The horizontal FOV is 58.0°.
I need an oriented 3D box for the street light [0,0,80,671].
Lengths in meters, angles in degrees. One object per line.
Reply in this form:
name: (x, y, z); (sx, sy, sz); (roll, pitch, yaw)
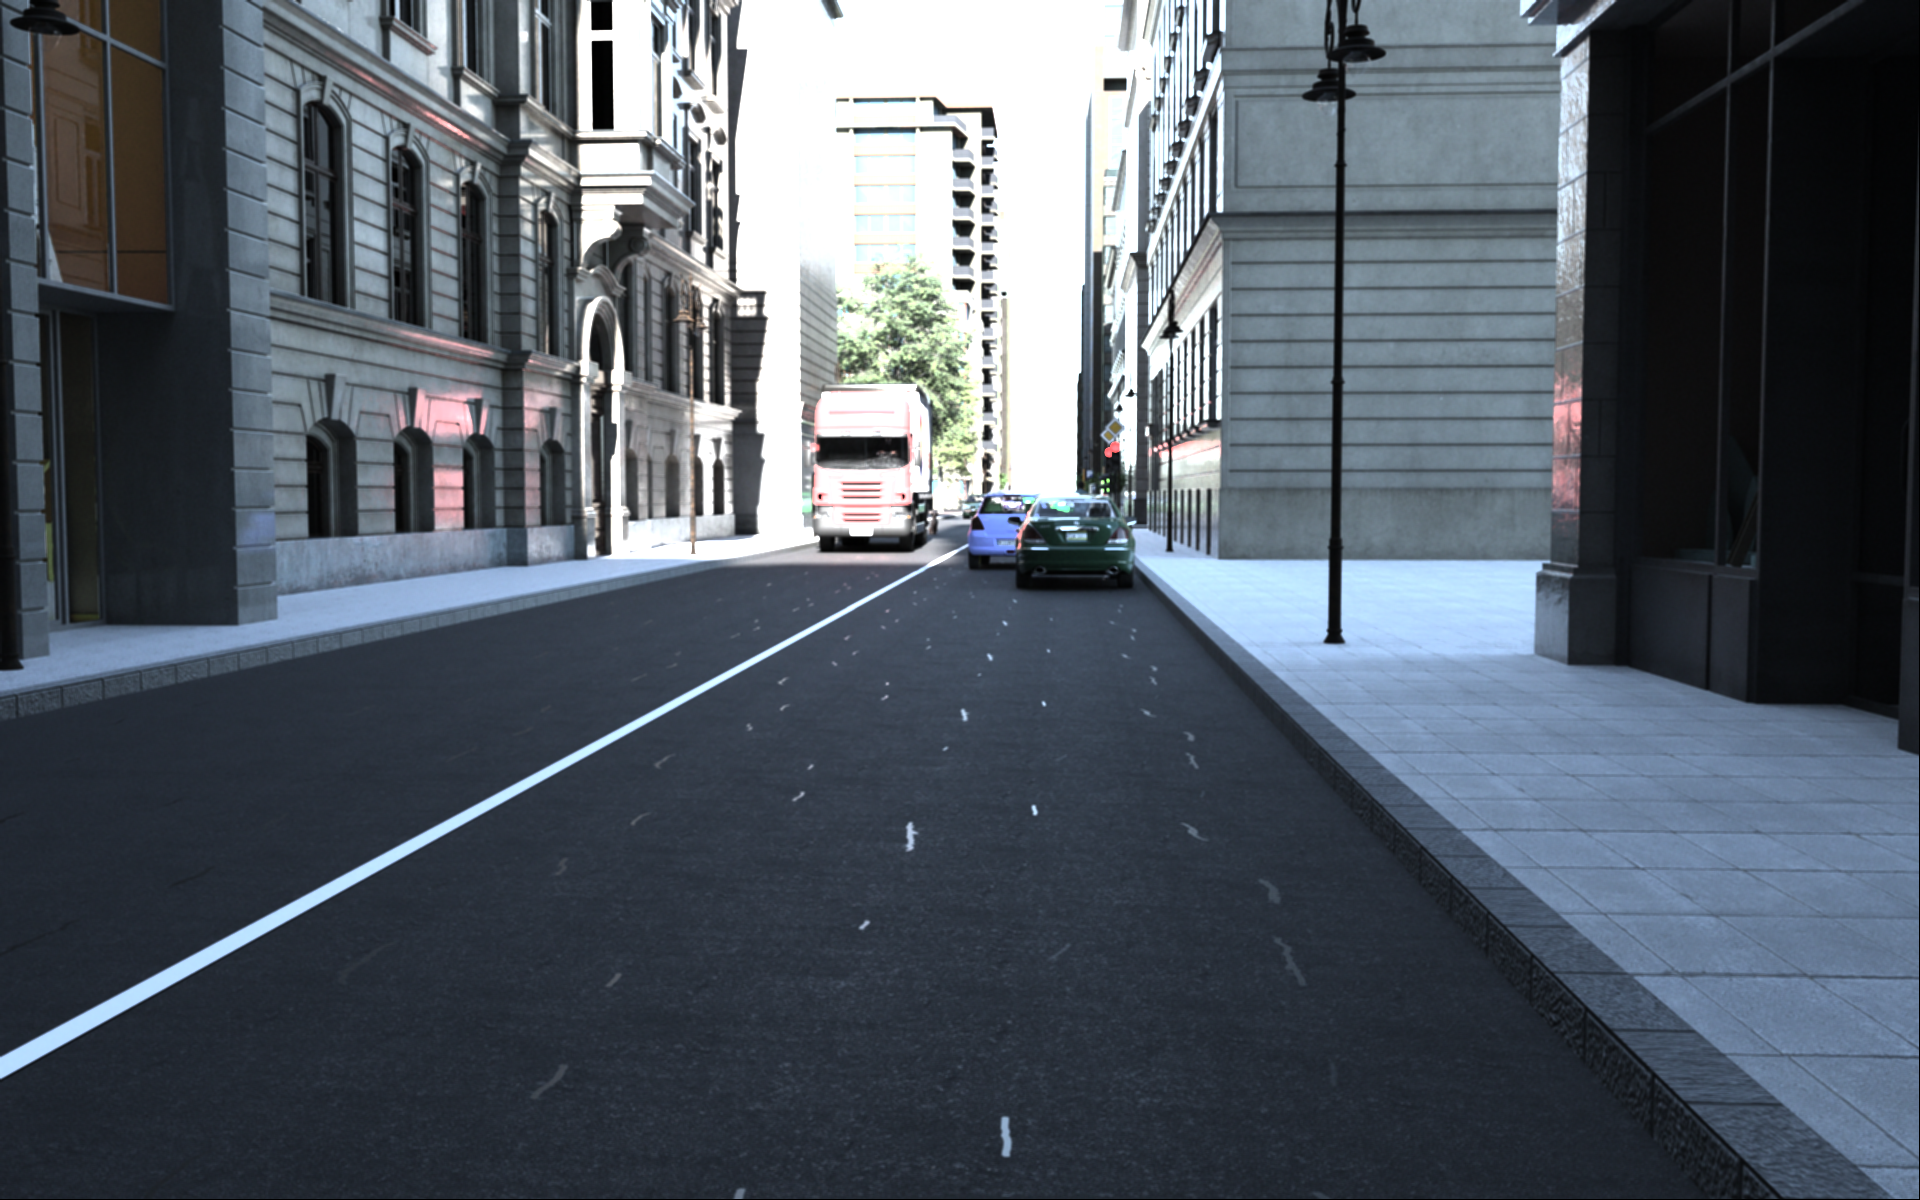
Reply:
street light: (-6.956, -2.429, 12.498); (0.468, 5.910, 1.993); (0, 4, 3)

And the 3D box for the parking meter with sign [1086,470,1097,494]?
parking meter with sign: (9.666, -7.937, 126.031); (0.543, 3.016, 1.738); (-1, 4, -13)

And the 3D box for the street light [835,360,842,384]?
street light: (-4.192, -5.332, 59.968); (0.468, 5.910, 1.993); (0, 4, 3)

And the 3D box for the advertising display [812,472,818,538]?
advertising display: (-4.274, -2.803, 51.043); (0.123, 1.923, 0.974); (0, 4, -1)

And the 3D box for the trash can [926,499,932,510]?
trash can: (-2.465, -7.843, 139.892); (0.748, 1.137, 0.748); (0, 3, 0)

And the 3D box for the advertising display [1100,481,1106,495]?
advertising display: (6.685, -4.644, 81.150); (0.123, 1.923, 0.974); (0, 4, -4)

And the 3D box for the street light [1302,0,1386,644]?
street light: (3.228, -2.567, 14.756); (0.468, 5.910, 1.993); (0, 4, 3)

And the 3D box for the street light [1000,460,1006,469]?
street light: (5.891, -15.803, 231.169); (0.468, 5.910, 1.993); (0, 4, 3)

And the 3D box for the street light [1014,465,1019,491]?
street light: (8.771, -18.706, 278.633); (0.468, 5.910, 1.993); (0, 4, 3)

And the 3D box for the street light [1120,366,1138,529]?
street light: (6.156, -5.492, 62.578); (0.468, 5.910, 1.993); (0, 4, 3)

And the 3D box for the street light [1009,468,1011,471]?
street light: (7.378, -17.255, 254.898); (0.468, 5.910, 1.993); (0, 4, 3)

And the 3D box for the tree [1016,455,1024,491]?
tree: (9.566, -21.767, 306.254); (4.737, 8.622, 4.395); (0, 3, 0)

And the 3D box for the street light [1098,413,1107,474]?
street light: (8.170, -7.610, 97.210); (0.468, 5.910, 1.993); (0, 4, 3)

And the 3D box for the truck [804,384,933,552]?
truck: (-2.211, -3.511, 46.325); (2.839, 4.237, 11.283); (0, 4, 2)

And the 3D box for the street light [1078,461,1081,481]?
street light: (14.074, -13.773, 197.968); (0.468, 5.910, 1.993); (0, 4, 3)

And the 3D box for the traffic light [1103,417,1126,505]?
traffic light: (5.624, -4.530, 62.979); (0.839, 4.253, 0.868); (0, 4, 3)

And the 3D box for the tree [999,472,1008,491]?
tree: (4.626, -14.701, 224.071); (4.285, 4.588, 4.351); (0, 3, 0)

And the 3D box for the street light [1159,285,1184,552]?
street light: (4.679, -4.018, 38.487); (0.468, 5.910, 1.993); (0, 4, 3)

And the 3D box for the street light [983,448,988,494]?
street light: (2.509, -12.178, 171.896); (0.468, 5.910, 1.993); (0, 4, 3)

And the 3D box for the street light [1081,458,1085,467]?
street light: (12.608, -12.290, 173.723); (0.468, 5.910, 1.993); (0, 4, 3)

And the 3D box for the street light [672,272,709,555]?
street light: (-5.607, -3.881, 36.235); (0.468, 5.910, 1.993); (0, 4, 3)

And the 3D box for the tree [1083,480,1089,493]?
tree: (11.439, -9.351, 147.486); (1.663, 3.219, 1.824); (0, 3, 0)

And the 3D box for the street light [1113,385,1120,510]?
street light: (6.744, -6.158, 73.477); (0.468, 5.910, 1.993); (0, 4, 3)

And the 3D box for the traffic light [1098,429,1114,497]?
traffic light: (6.095, -5.017, 70.950); (0.839, 4.253, 0.868); (0, 4, 3)

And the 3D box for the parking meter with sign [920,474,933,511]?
parking meter with sign: (-2.947, -8.335, 132.538); (1.738, 3.016, 0.543); (0, 3, 0)

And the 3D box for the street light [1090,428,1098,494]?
street light: (9.529, -9.086, 121.340); (0.468, 5.910, 1.993); (0, 4, 3)

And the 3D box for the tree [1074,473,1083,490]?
tree: (16.546, -15.008, 229.096); (4.285, 4.588, 4.351); (0, 3, 0)

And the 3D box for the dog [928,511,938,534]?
dog: (-0.860, -2.742, 61.662); (0.513, 0.831, 0.800); (2, 4, 28)

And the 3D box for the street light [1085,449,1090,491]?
street light: (11.251, -10.825, 149.778); (0.468, 5.910, 1.993); (0, 4, 3)

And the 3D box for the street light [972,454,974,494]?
street light: (1.089, -10.726, 148.163); (0.468, 5.910, 1.993); (0, 4, 3)

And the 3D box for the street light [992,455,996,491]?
street light: (3.862, -13.640, 195.796); (0.468, 5.910, 1.993); (0, 4, 3)

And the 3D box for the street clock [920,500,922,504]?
street clock: (-2.479, -6.562, 111.858); (0.471, 2.002, 0.358); (2, 4, 25)
